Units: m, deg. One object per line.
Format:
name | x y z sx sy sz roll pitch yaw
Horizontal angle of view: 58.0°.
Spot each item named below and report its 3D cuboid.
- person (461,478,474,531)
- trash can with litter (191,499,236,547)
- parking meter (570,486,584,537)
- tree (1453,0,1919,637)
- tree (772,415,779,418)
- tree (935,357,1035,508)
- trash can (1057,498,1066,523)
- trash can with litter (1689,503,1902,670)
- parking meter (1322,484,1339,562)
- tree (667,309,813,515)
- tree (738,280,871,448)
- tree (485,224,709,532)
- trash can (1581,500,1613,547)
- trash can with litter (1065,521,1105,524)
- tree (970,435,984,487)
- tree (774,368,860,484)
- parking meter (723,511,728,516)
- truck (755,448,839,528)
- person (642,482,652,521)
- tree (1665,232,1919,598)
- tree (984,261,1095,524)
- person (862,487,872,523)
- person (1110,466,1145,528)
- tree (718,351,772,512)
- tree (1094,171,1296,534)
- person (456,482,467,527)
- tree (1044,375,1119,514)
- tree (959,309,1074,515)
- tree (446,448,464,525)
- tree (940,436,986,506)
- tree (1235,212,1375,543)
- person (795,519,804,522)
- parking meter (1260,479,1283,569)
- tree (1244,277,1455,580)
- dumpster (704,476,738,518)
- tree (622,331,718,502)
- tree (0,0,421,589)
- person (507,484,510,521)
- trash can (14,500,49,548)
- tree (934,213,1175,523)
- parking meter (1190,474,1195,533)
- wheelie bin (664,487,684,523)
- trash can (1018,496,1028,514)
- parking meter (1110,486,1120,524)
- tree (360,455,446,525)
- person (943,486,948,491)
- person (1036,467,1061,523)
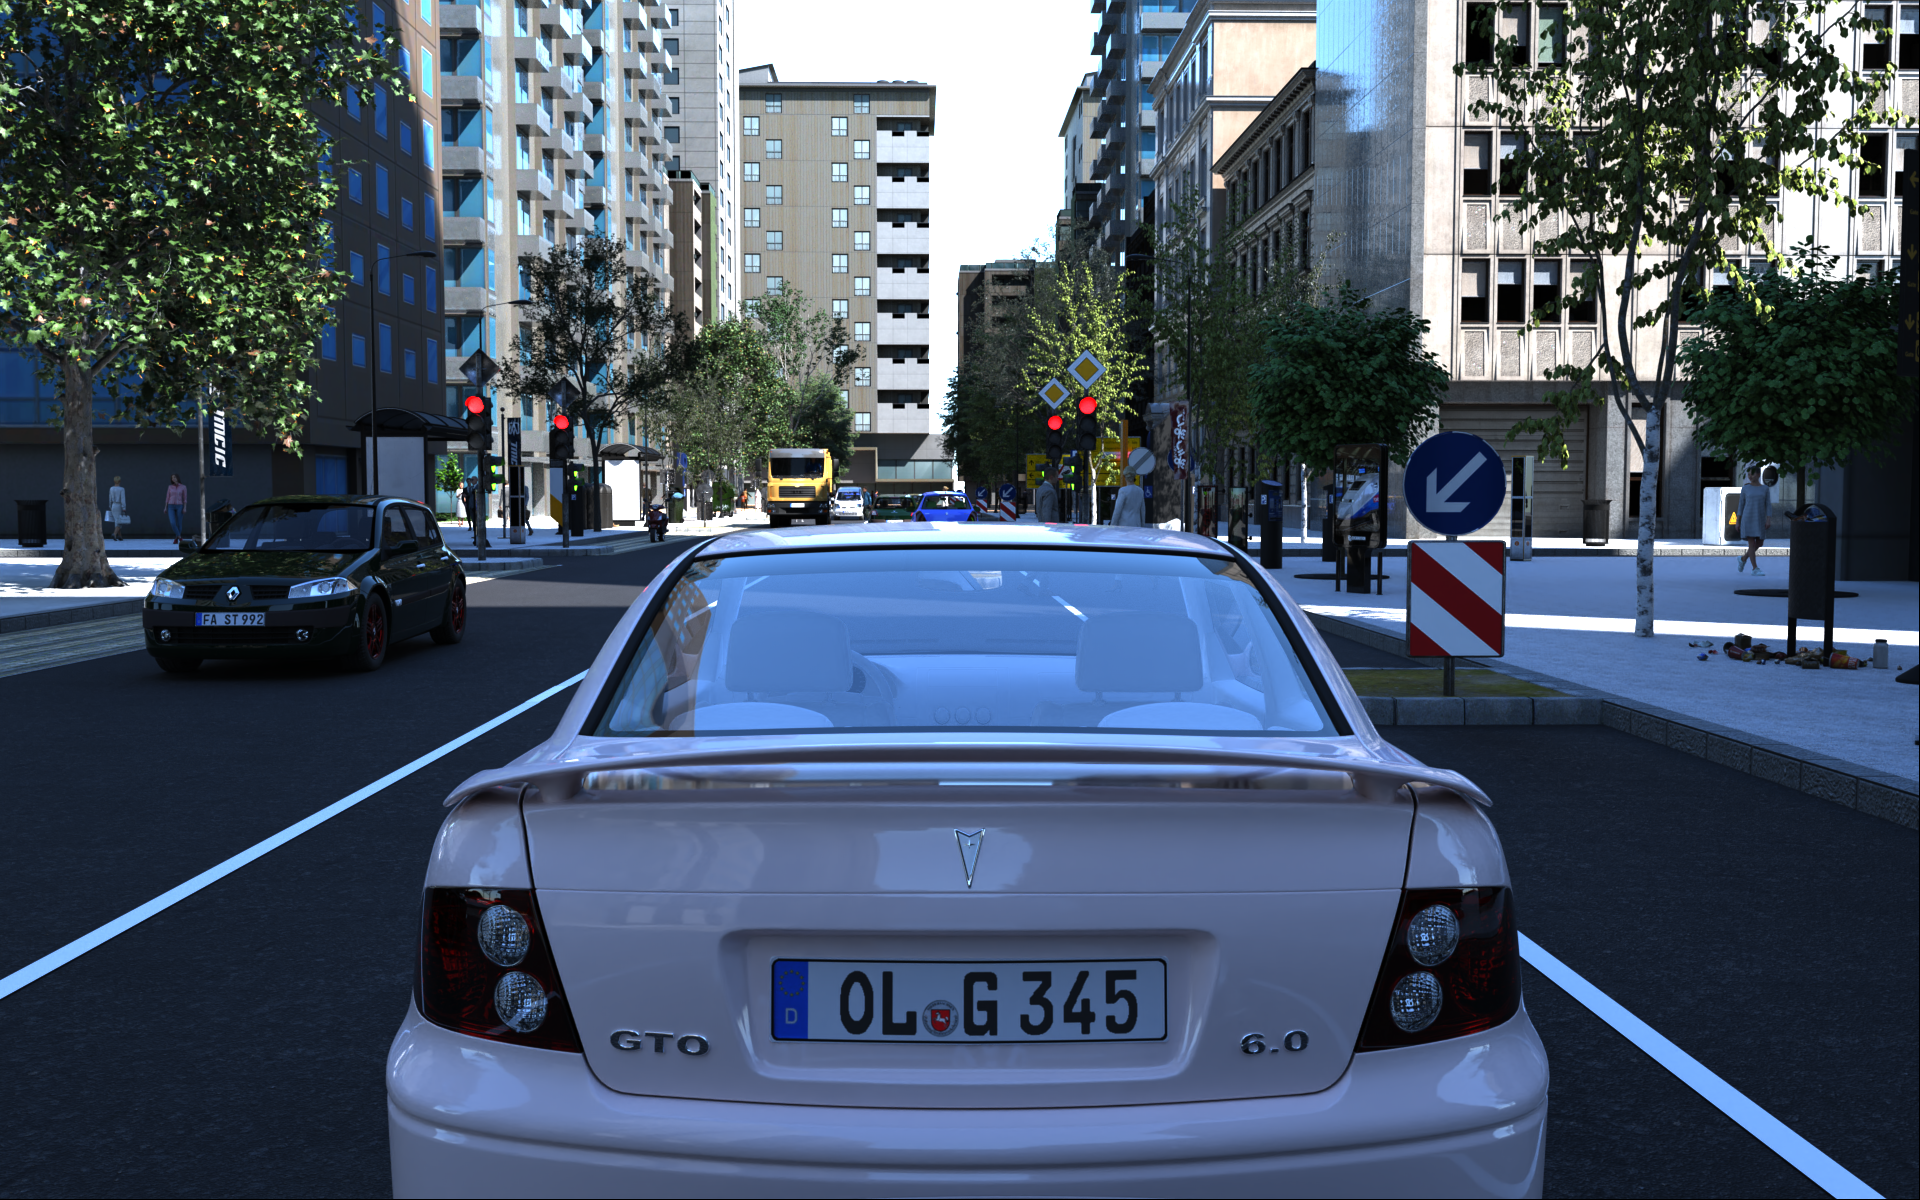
person | -16.988 -3.325 60.177 0.659 1.850 0.755 -1 4 -14
trash can with litter | -17.853 -1.828 41.277 0.624 1.170 1.055 3 4 37
parking meter | -11.592 -2.691 52.415 0.372 1.533 0.369 0 3 0
tree | 6.320 -3.984 15.502 4.737 8.622 4.395 0 3 0
tree | -14.669 -10.595 123.598 4.360 8.622 3.978 0 3 0
tree | 2.571 -15.470 159.589 9.857 13.997 8.962 0 3 0
trash can | 4.066 -3.677 71.776 0.748 1.137 0.748 0 3 0
trash can with litter | 6.515 -0.148 13.482 1.678 1.210 2.233 0 4 -4
parking meter | 7.079 -1.498 32.904 0.372 1.533 0.369 0 3 0
tree | -14.258 -11.686 108.075 9.611 12.733 9.660 0 3 0
tree | -14.157 -18.088 151.625 12.611 20.169 13.585 0 3 0
tree | -12.267 -7.629 59.149 8.767 10.594 7.601 1 4 14
trash can | 15.585 -1.883 42.438 0.748 1.137 0.748 0 3 0
trash can with litter | 5.193 -3.863 74.220 2.233 1.210 1.678 0 4 -5
tree | 3.097 -10.887 128.362 4.737 8.622 4.395 0 3 0
tree | -15.144 -16.553 177.296 9.857 13.997 8.962 0 3 0
parking meter | -13.638 -5.790 100.378 0.255 1.863 0.399 2 4 33
truck | -6.969 -4.883 75.759 3.469 3.379 9.791 0 4 -3
person | -14.868 -4.673 82.349 0.836 1.842 0.656 0 4 -2
tree | 10.576 -2.336 21.904 4.285 4.588 4.351 0 3 0
tree | 4.039 -6.337 53.971 4.737 8.622 4.395 0 3 0
person | -4.393 -4.479 82.068 0.444 1.785 0.601 -1 4 -20
person | 2.514 -1.029 25.201 0.818 1.842 0.514 2 4 24
tree | -12.402 -8.392 87.573 4.360 8.622 3.978 0 3 0
tree | 5.796 -5.507 40.401 4.737 8.622 4.395 0 3 0
person | -19.482 -3.742 67.798 0.524 1.755 0.480 2 4 29
tree | 6.887 -9.001 97.533 4.360 8.622 3.978 0 3 0
tree | 3.605 -11.417 104.794 7.486 12.596 7.792 0 3 0
tree | -21.470 -4.804 73.154 1.663 3.219 1.824 0 3 0
tree | 1.883 -15.812 192.932 8.767 10.594 7.601 -1 4 -16
tree | 9.062 -5.796 45.124 4.360 8.622 3.978 0 3 0
person | -8.365 -4.930 89.292 0.537 1.800 0.526 1 4 18
parking meter | 5.363 -1.309 29.809 0.372 1.533 0.369 0 3 0
tree | 5.823 -2.607 26.336 4.285 4.588 4.351 0 3 0
dumpster | -13.019 -5.650 94.874 1.502 2.255 1.985 0 4 -1
tree | -13.094 -7.779 77.552 4.360 8.622 3.978 0 3 0
tree | -12.097 -6.510 23.440 9.611 12.733 9.660 0 3 0
person | -21.692 -4.679 82.812 0.520 1.790 0.573 1 4 9
trash can | -22.373 -1.841 41.754 0.748 1.137 0.748 0 3 0
tree | 4.318 -10.124 75.898 12.009 13.543 11.850 0 3 0
parking meter | 6.704 -2.741 50.527 0.255 1.863 0.399 2 4 34
wheelie bin | -12.465 -4.143 75.652 0.980 1.594 0.693 2 4 31
trash can | 3.985 -6.112 111.586 0.748 1.137 0.748 0 3 0
parking meter | 5.059 -2.916 56.094 0.372 1.533 0.369 0 3 0
tree | -16.366 -3.420 50.516 1.663 3.219 1.824 0 3 0
person | -0.631 -4.414 80.894 0.641 1.798 0.478 1 4 23
person | 1.234 -0.956 24.244 0.853 1.813 0.709 -1 4 -14
